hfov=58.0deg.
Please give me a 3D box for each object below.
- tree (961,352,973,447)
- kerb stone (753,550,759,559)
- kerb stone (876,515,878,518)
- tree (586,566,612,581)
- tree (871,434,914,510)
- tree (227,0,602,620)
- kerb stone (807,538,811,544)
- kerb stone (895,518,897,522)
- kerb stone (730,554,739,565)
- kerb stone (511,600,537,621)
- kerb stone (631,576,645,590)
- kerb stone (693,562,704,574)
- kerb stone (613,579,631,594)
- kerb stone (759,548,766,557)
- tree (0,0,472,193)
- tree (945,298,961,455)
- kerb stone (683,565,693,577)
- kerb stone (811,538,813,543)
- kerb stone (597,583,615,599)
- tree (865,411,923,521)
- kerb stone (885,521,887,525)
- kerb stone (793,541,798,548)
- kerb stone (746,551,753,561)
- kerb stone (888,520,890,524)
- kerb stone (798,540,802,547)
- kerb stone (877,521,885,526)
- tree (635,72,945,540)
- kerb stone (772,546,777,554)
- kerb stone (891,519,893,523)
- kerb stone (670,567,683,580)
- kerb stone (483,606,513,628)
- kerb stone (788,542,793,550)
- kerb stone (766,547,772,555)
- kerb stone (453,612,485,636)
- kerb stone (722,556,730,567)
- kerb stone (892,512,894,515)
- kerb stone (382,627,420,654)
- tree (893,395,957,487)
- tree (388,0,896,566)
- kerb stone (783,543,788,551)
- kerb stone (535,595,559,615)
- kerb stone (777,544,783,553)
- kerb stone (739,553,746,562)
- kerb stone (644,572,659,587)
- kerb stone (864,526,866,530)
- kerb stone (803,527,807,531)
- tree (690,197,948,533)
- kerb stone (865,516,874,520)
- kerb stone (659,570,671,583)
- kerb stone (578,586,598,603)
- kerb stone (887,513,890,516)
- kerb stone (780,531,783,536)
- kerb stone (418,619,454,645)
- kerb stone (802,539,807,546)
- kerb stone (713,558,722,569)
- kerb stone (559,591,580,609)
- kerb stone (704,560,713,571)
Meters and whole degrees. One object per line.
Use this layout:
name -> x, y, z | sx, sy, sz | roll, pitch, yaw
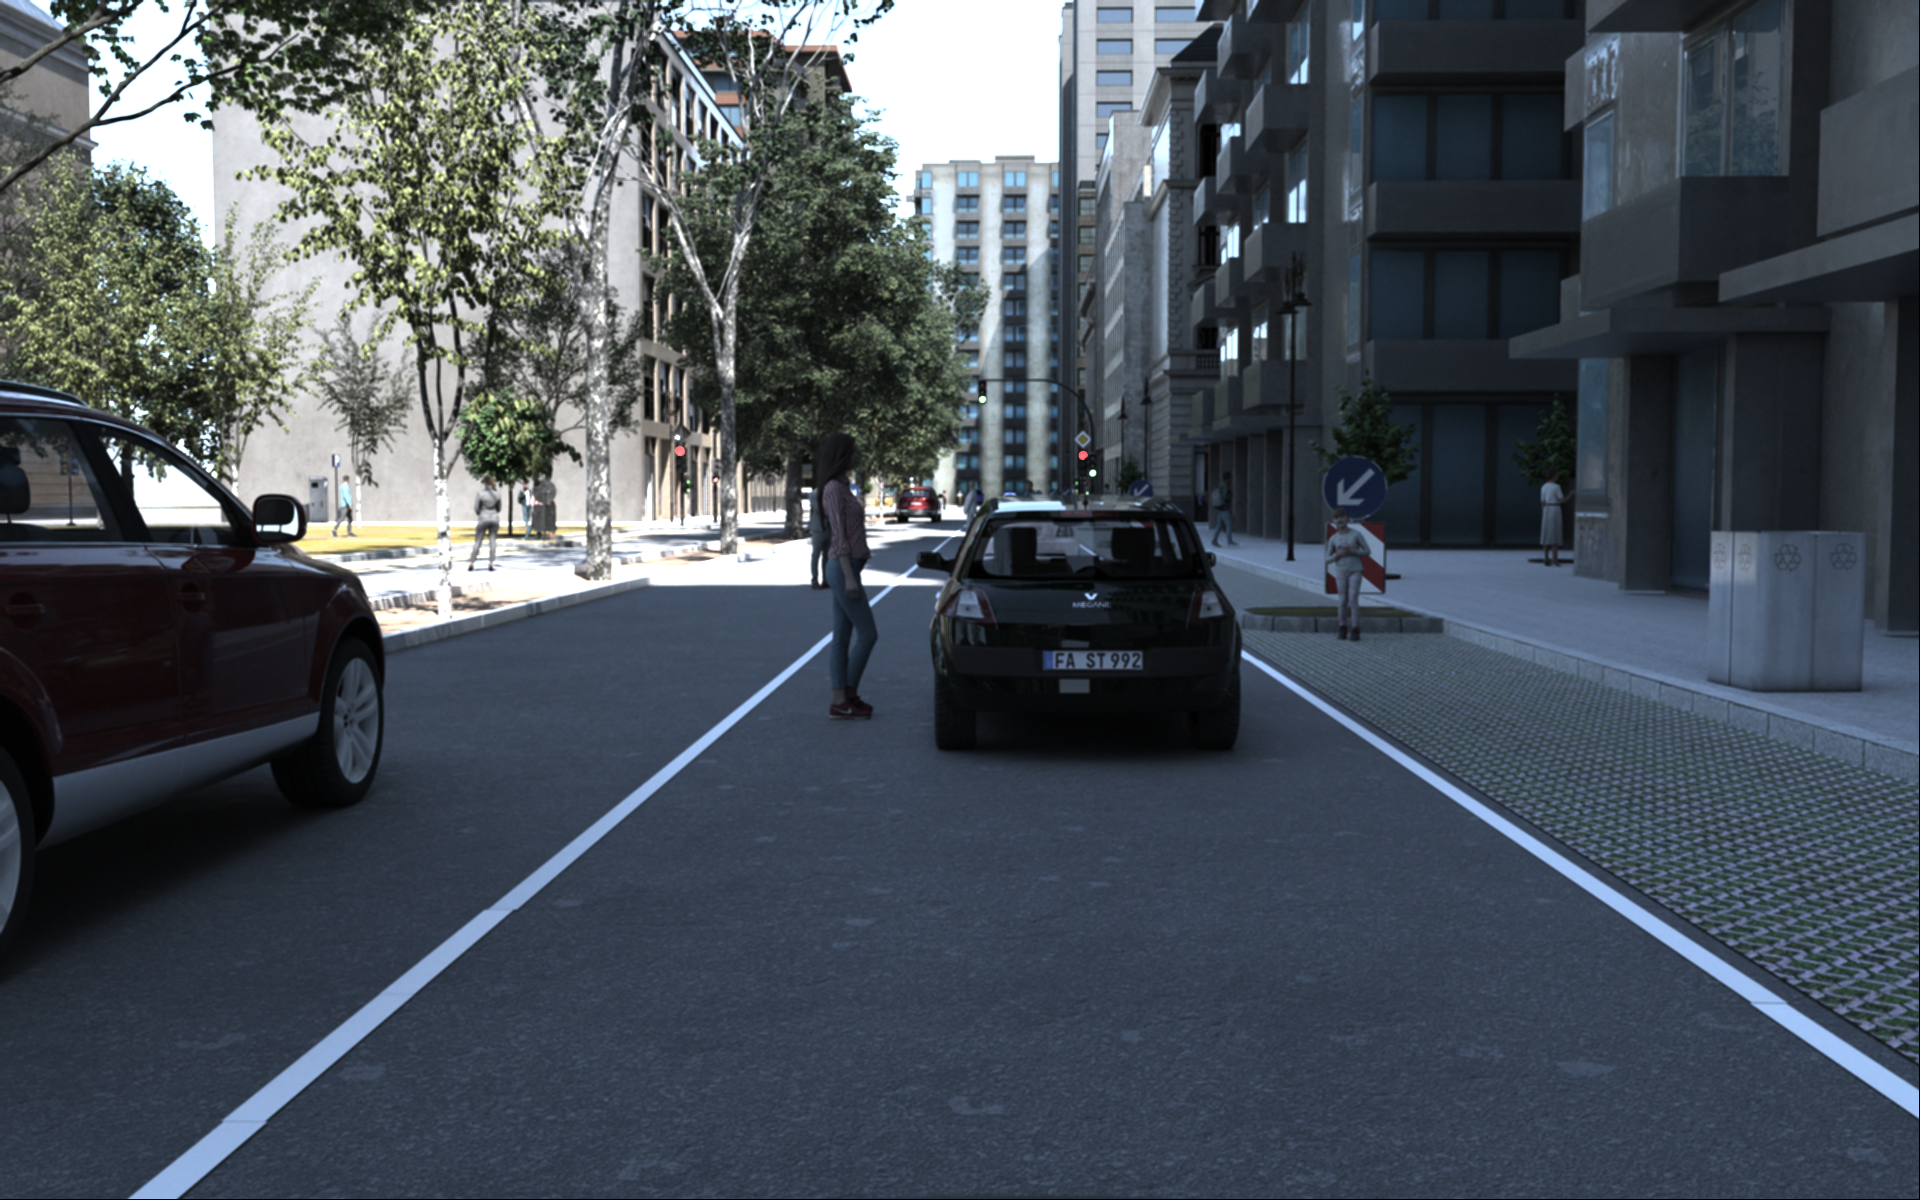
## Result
tree -> -3.638, -11.926, 104.107 | 9.857, 13.997, 8.962 | 0, 3, 0
kerb stone -> -4.637, -0.993, 38.433 | 0.120, 0.150, 1.000 | 0, 4, 1
kerb stone -> -5.119, -4.911, 102.533 | 0.120, 0.150, 1.000 | 0, 4, 1
tree -> -7.143, -10.427, 28.833 | 12.611, 20.169, 13.585 | 0, 3, 0
tree -> -4.355, -8.778, 96.344 | 4.737, 8.622, 4.395 | 0, 3, 0
tree -> -5.815, -4.059, 19.191 | 4.737, 8.622, 4.395 | 0, 3, 0
kerb stone -> -4.378, -1.611, 48.655 | 0.120, 0.150, 1.000 | 0, 4, 1
kerb stone -> -3.406, -3.967, 87.113 | 0.120, 0.150, 1.000 | 0, 4, 1
kerb stone -> -4.705, -0.803, 35.357 | 0.120, 0.150, 1.000 | 0, 4, 1
kerb stone -> -5.103, 0.136, 19.965 | 0.120, 0.150, 1.000 | 0, 4, 1
kerb stone -> -4.946, -0.237, 26.120 | 0.120, 0.150, 1.000 | 0, 4, 1
kerb stone -> -4.815, -0.553, 31.244 | 0.120, 0.150, 1.000 | 0, 4, 1
kerb stone -> -4.978, -0.177, 25.098 | 0.120, 0.150, 1.000 | 0, 4, 1
kerb stone -> -4.608, -1.049, 39.455 | 0.120, 0.150, 1.000 | 0, 4, 1
tree -> -6.388, -5.009, 10.111 | 9.928, 11.665, 9.643 | 0, 3, 0
tree -> -4.699, -10.457, 80.086 | 9.857, 13.997, 8.962 | 0, 3, 0
kerb stone -> -4.848, -0.486, 30.223 | 0.120, 0.150, 1.000 | 0, 4, 1
kerb stone -> -4.354, -1.681, 49.676 | 0.120, 0.150, 1.000 | 0, 4, 1
kerb stone -> -5.004, -0.114, 24.064 | 0.120, 0.150, 1.000 | 0, 4, 1
tree -> -4.126, -8.424, 90.558 | 4.360, 8.622, 3.978 | 0, 3, 0
kerb stone -> -3.585, -3.531, 79.931 | 0.120, 0.150, 1.000 | 0, 4, 1
kerb stone -> -4.454, -1.426, 45.588 | 0.120, 0.150, 1.000 | 0, 4, 1
kerb stone -> -4.657, -0.931, 37.412 | 0.120, 0.150, 1.000 | 0, 4, 1
kerb stone -> -3.542, -3.656, 81.975 | 0.120, 0.150, 1.000 | 0, 4, 1
kerb stone -> -4.431, -1.493, 46.609 | 0.120, 0.150, 1.000 | 0, 4, 1
kerb stone -> -3.611, -3.469, 78.905 | 0.120, 0.150, 1.000 | 0, 4, 1
tree -> -5.196, -8.834, 53.541 | 9.857, 13.997, 8.962 | 0, 3, 0
kerb stone -> -4.562, -1.181, 41.501 | 0.120, 0.150, 1.000 | 0, 4, 1
kerb stone -> -3.485, -3.782, 84.029 | 0.120, 0.150, 1.000 | 0, 4, 1
kerb stone -> -4.871, -0.428, 29.200 | 0.120, 0.150, 1.000 | 0, 4, 1
kerb stone -> -5.123, 0.199, 18.940 | 0.120, 0.150, 1.000 | 0, 4, 1
kerb stone -> -4.485, -1.368, 44.566 | 0.120, 0.150, 1.000 | 0, 4, 1
kerb stone -> -4.582, -1.116, 40.479 | 0.120, 0.150, 1.000 | 0, 4, 1
kerb stone -> -5.153, 0.262, 17.915 | 0.120, 0.150, 1.000 | 0, 4, 1
kerb stone -> -4.743, -0.742, 34.321 | 0.120, 0.150, 1.000 | 0, 4, 1
kerb stone -> -4.749, -5.786, 116.907 | 0.120, 0.150, 1.000 | 0, 4, 1
kerb stone -> -5.199, 0.387, 15.864 | 0.120, 0.150, 1.000 | 0, 4, 1
tree -> -3.874, -11.763, 112.913 | 7.486, 12.596, 7.792 | 0, 3, 0
tree -> -6.696, -11.203, 41.513 | 12.611, 20.169, 13.585 | 0, 3, 0
kerb stone -> -4.503, -1.306, 43.544 | 0.120, 0.150, 1.000 | 0, 4, 1
kerb stone -> -5.074, 0.074, 20.992 | 0.120, 0.150, 1.000 | 0, 4, 1
kerb stone -> -4.527, -1.243, 42.523 | 0.120, 0.150, 1.000 | 0, 4, 1
kerb stone -> -4.682, -0.868, 36.387 | 0.120, 0.150, 1.000 | 0, 4, 1
kerb stone -> -4.919, -0.303, 27.145 | 0.120, 0.150, 1.000 | 0, 4, 1
kerb stone -> -3.863, -2.871, 69.142 | 0.120, 0.150, 1.000 | 0, 4, 1
kerb stone -> -5.989, -2.814, 68.203 | 0.120, 0.150, 1.000 | 0, 4, 1
tree -> -5.311, -8.837, 63.951 | 9.611, 12.733, 9.660 | 0, 3, 0
kerb stone -> -5.190, -4.724, 99.458 | 0.120, 0.150, 1.000 | 0, 4, 1
kerb stone -> -4.898, -0.364, 28.172 | 0.120, 0.150, 1.000 | 0, 4, 1
kerb stone -> -5.024, -0.049, 23.037 | 0.120, 0.150, 1.000 | 0, 4, 1
kerb stone -> -4.837, -5.603, 113.825 | 0.120, 0.150, 1.000 | 0, 4, 1
kerb stone -> -6.219, -2.244, 58.957 | 0.120, 0.150, 1.000 | 0, 4, 1
kerb stone -> -5.173, 0.326, 16.887 | 0.120, 0.150, 1.000 | 0, 4, 1
kerb stone -> -4.405, -1.556, 47.631 | 0.120, 0.150, 1.000 | 0, 4, 1
kerb stone -> -4.764, -0.679, 33.299 | 0.120, 0.150, 1.000 | 0, 4, 1
kerb stone -> -5.051, 0.011, 22.015 | 0.120, 0.150, 1.000 | 0, 4, 1
kerb stone -> -4.792, -0.616, 32.268 | 0.120, 0.150, 1.000 | 0, 4, 1
